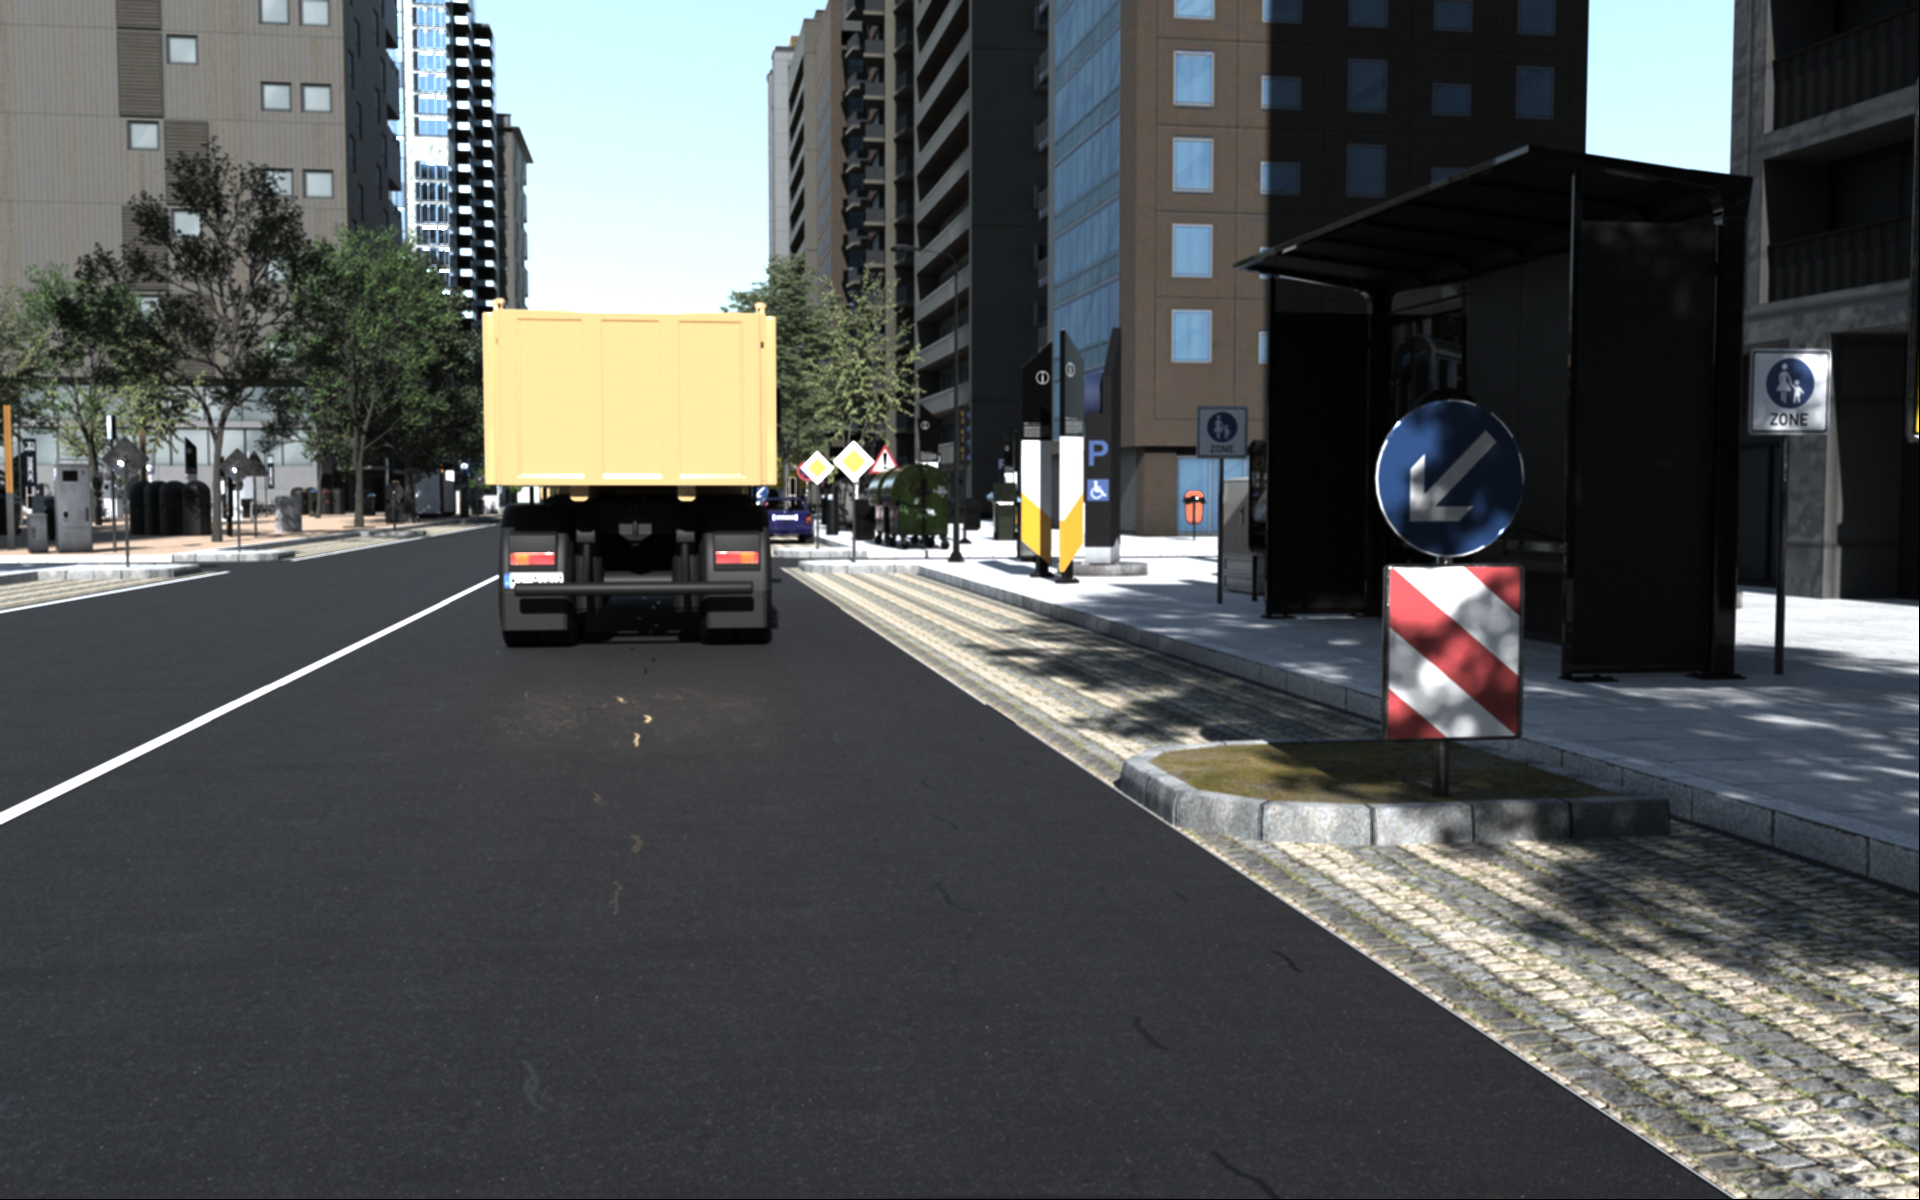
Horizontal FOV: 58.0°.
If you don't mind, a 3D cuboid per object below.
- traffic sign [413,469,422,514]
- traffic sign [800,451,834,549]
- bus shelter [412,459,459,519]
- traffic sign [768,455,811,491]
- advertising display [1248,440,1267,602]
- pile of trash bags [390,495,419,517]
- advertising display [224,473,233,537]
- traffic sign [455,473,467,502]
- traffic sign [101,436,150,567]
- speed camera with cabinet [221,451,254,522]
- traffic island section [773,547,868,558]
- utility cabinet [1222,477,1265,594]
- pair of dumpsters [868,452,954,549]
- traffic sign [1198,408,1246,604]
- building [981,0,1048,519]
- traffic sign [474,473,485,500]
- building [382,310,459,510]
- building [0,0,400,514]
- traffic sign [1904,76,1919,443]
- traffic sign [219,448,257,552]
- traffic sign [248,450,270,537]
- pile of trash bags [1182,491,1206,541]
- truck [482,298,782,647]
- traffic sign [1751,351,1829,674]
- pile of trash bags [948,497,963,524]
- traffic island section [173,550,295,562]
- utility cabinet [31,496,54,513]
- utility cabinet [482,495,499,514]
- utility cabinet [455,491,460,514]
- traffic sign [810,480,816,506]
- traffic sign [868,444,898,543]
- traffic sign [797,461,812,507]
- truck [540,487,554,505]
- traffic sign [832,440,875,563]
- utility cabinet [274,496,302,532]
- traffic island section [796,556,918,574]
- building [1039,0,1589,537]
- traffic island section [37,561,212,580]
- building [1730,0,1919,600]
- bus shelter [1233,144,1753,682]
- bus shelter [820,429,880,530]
[{"bbox_3d":[-27.322,-5.300,86.766,0.768,2.556,0.104,-1,4,-9],"label":"traffic sign"},{"bbox_3d":[-3.309,-2.236,40.201,0.795,2.450,0.064,-1,4,-10],"label":"traffic sign"},{"bbox_3d":[-28.373,-6.065,93.091,2.014,3.302,5.546,-1,4,-10],"label":"bus shelter"},{"bbox_3d":[-8.912,-5.911,90.515,2.265,3.308,0.079,0,4,-7],"label":"traffic sign"},{"bbox_3d":[3.734,-0.924,20.319,0.123,1.923,0.974,-2,4,-28],"label":"advertising display"},{"bbox_3d":[-31.918,-5.512,99.874,1.912,1.369,3.447,-1,4,-15],"label":"pile of trash bags"},{"bbox_3d":[-22.214,-2.900,52.626,0.123,1.923,0.974,-2,4,-30],"label":"advertising display"},{"bbox_3d":[-30.159,-6.395,104.666,0.768,2.556,0.104,0,4,-1],"label":"traffic sign"},{"bbox_3d":[-14.554,-1.627,30.237,0.795,2.450,0.064,-1,4,-10],"label":"traffic sign"},{"bbox_3d":[-33.237,-5.220,79.685,2.038,3.252,0.660,3,4,38],"label":"speed camera with cabinet"},{"bbox_3d":[-3.287,-1.101,40.282,2.009,0.180,2.903,-1,4,-10],"label":"traffic island section"},{"bbox_3d":[3.744,-0.841,22.435,0.318,1.500,1.173,-1,4,-13],"label":"utility cabinet"},{"bbox_3d":[-1.206,-2.418,42.020,1.574,2.255,4.437,-1,4,-10],"label":"pair of dumpsters"},{"bbox_3d":[3.041,-1.106,20.210,0.606,2.300,0.079,0,4,-7],"label":"traffic sign"},{"bbox_3d":[9.361,-29.118,99.783,21.300,48.544,21.600,-1,4,-10],"label":"building"},{"bbox_3d":[-29.232,-6.447,105.513,0.768,2.556,0.104,0,4,-6],"label":"traffic sign"},{"bbox_3d":[-59.369,-18.637,149.753,27.650,21.520,28.899,-1,4,-10],"label":"building"},{"bbox_3d":[-54.615,-32.527,121.059,28.713,52.752,27.495,-1,4,-10],"label":"building"},{"bbox_3d":[5.758,-0.899,8.569,2.265,3.308,0.079,0,4,-3],"label":"traffic sign"},{"bbox_3d":[-15.881,-2.108,38.111,0.795,2.450,0.064,-1,4,-10],"label":"traffic sign"},{"bbox_3d":[-21.025,-3.158,51.640,0.884,2.594,0.081,0,4,-2],"label":"traffic sign"},{"bbox_3d":[7.864,-2.323,47.726,3.447,1.369,1.912,0,4,5],"label":"pile of trash bags"},{"bbox_3d":[-3.615,-1.474,20.023,3.469,3.379,9.791,-1,4,-9],"label":"truck"},{"bbox_3d":[5.826,-0.619,12.255,0.606,2.300,0.079,0,4,-7],"label":"traffic sign"},{"bbox_3d":[-0.725,-4.025,75.556,1.912,1.369,3.447,3,4,37],"label":"pile of trash bags"},{"bbox_3d":[-15.902,-0.972,38.169,2.009,0.180,2.903,-1,4,-10],"label":"traffic island section"},{"bbox_3d":[-32.736,-3.109,61.997,1.020,1.237,0.306,1,4,23],"label":"utility cabinet"},{"bbox_3d":[-30.443,-6.179,112.183,1.020,1.237,0.306,-2,4,-33],"label":"utility cabinet"},{"bbox_3d":[-32.171,-6.203,110.090,1.173,1.500,0.318,2,4,28],"label":"utility cabinet"},{"bbox_3d":[-7.847,-5.569,91.050,0.884,2.594,0.081,0,4,-5],"label":"traffic sign"},{"bbox_3d":[-1.958,-2.774,45.353,0.884,2.594,0.081,0,4,-2],"label":"traffic sign"},{"bbox_3d":[-5.893,-4.078,66.777,0.768,2.556,0.104,-1,4,-9],"label":"traffic sign"},{"bbox_3d":[-21.214,-5.992,93.894,3.469,3.379,9.791,-1,4,-10],"label":"truck"},{"bbox_3d":[-1.983,-1.754,32.326,0.795,2.450,0.064,-1,4,-10],"label":"traffic sign"},{"bbox_3d":[-22.609,-2.883,58.298,0.306,1.237,1.020,1,4,17],"label":"utility cabinet"},{"bbox_3d":[-1.961,-0.619,32.407,2.009,0.180,2.903,-1,4,-10],"label":"traffic island section"},{"bbox_3d":[11.018,-24.947,57.986,14.200,45.320,14.600,-1,4,-10],"label":"building"},{"bbox_3d":[-14.576,-0.490,30.295,2.009,0.180,2.903,-1,4,-10],"label":"traffic island section"},{"bbox_3d":[21.383,-35.332,15.927,20.563,71.187,20.611,-1,4,-10],"label":"building"},{"bbox_3d":[4.152,-1.444,14.887,1.731,3.624,6.357,-1,4,-10],"label":"bus shelter"},{"bbox_3d":[-4.162,-4.549,65.656,1.731,3.624,6.357,-1,4,-10],"label":"bus shelter"}]
